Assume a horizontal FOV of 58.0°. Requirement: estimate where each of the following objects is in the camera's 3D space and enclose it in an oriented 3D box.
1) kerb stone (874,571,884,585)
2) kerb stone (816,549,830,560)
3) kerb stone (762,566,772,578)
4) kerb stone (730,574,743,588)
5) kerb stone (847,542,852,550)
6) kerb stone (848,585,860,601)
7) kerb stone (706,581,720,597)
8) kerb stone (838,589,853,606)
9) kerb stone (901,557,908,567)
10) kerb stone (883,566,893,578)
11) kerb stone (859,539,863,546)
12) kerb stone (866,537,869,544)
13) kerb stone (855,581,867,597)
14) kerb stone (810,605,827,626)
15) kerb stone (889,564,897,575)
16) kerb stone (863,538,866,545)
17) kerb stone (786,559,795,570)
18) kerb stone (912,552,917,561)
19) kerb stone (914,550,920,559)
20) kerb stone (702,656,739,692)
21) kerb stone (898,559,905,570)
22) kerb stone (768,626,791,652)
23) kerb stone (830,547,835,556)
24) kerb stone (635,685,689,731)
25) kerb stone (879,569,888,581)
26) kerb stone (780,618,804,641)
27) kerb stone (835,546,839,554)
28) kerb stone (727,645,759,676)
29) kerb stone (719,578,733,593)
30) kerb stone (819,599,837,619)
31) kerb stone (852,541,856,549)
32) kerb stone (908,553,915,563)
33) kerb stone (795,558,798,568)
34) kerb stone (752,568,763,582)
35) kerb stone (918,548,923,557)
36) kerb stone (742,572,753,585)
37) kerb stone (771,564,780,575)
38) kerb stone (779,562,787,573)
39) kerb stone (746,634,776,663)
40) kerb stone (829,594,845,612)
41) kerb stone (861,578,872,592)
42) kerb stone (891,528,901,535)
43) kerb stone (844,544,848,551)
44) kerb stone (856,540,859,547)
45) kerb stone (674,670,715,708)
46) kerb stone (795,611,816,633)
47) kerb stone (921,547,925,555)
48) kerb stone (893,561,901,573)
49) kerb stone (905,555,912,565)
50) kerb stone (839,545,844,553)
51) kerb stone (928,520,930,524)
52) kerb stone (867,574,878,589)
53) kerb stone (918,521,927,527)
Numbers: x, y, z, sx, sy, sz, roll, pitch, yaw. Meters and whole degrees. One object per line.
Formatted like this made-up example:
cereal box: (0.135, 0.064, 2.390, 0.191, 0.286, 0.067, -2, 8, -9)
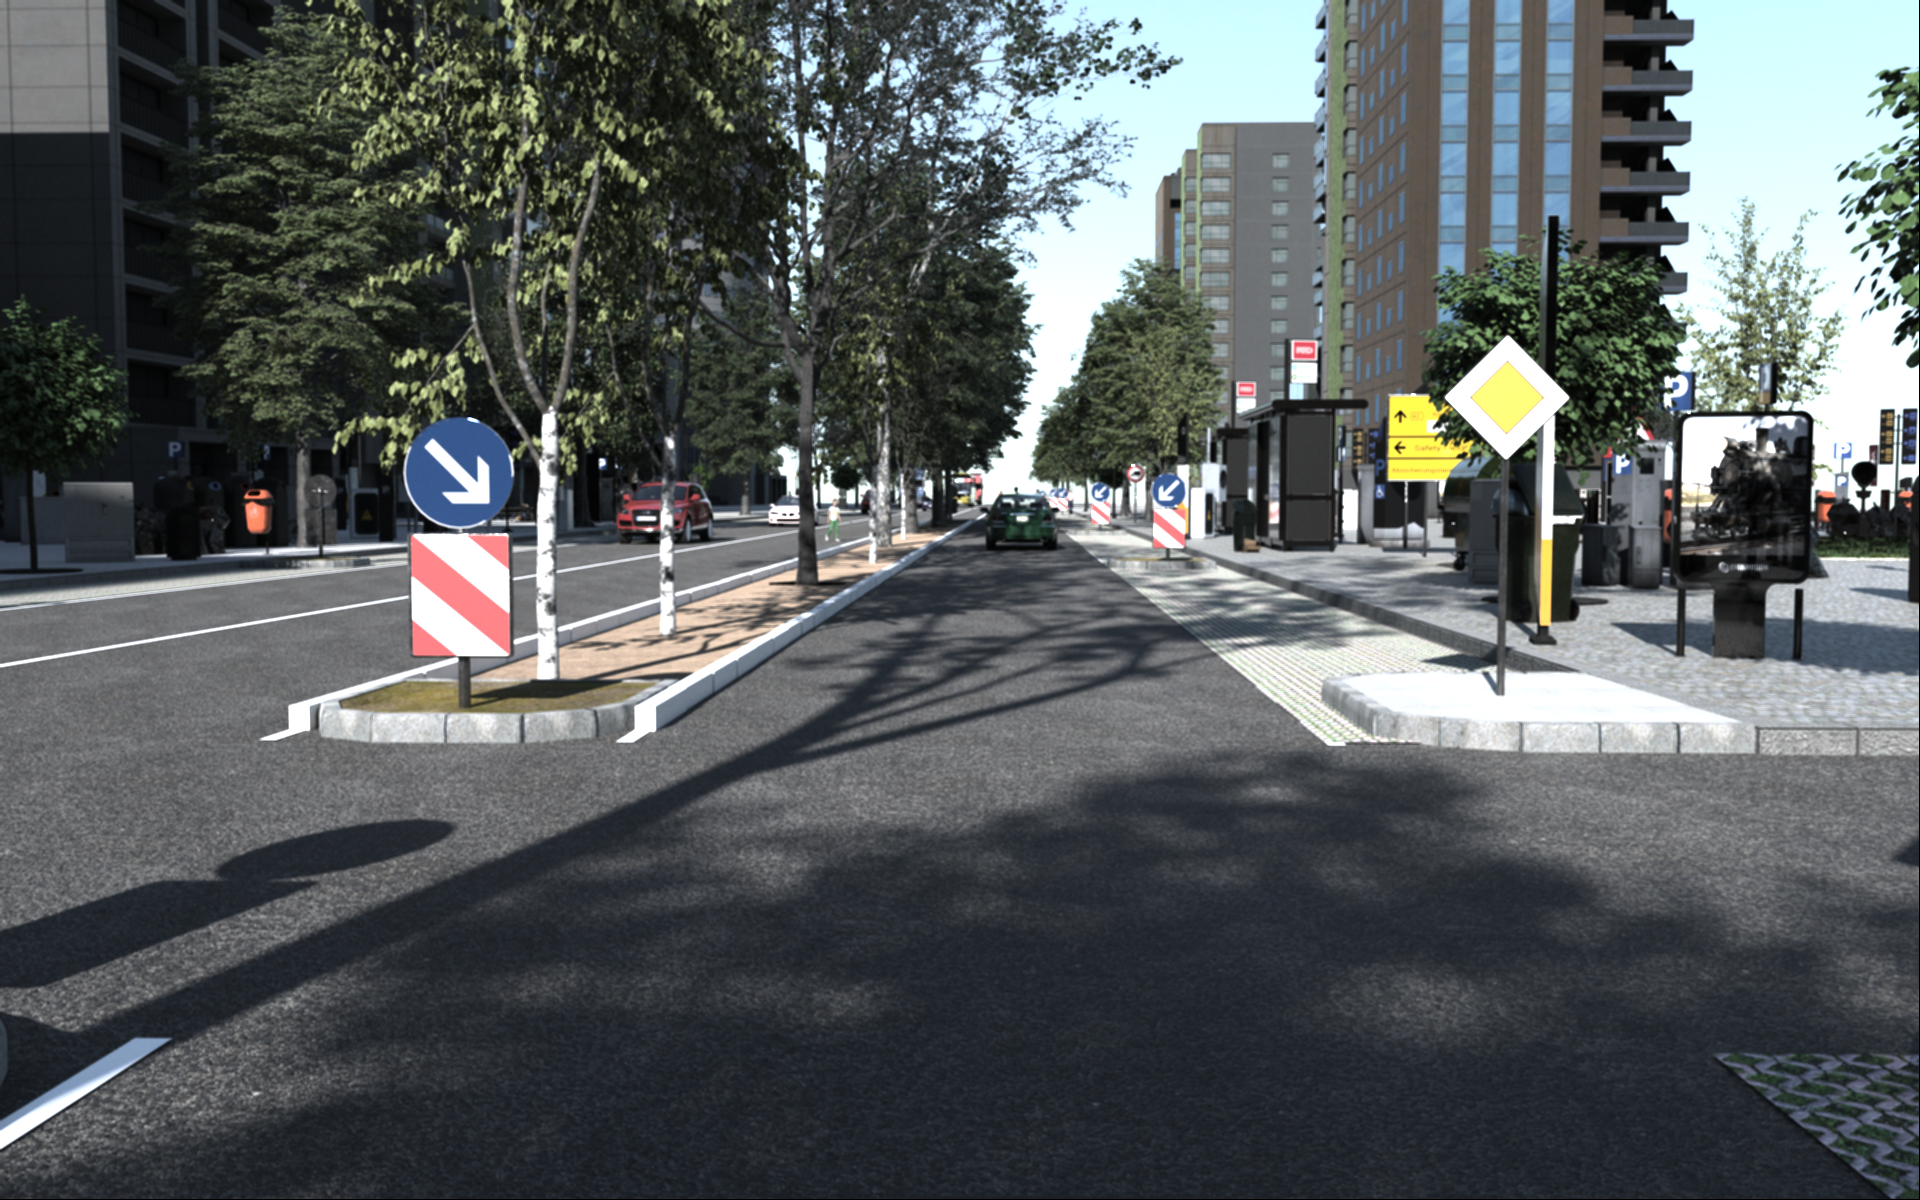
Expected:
kerb stone: (-1.341, -0.314, 27.337, 0.120, 0.150, 1.000, 0, 4, 2)
kerb stone: (-3.071, -1.007, 38.662, 0.120, 0.150, 1.000, 0, 4, 2)
kerb stone: (-3.376, -0.443, 29.437, 0.120, 0.150, 1.000, 0, 4, 2)
kerb stone: (-3.478, -0.254, 26.355, 0.120, 0.150, 1.000, 0, 4, 2)
kerb stone: (-2.907, -1.319, 43.780, 0.120, 0.150, 1.000, 0, 4, 2)
kerb stone: (-1.479, -0.060, 23.244, 0.120, 0.150, 1.000, 0, 4, 2)
kerb stone: (-3.544, -0.126, 24.299, 0.120, 0.150, 1.000, 0, 4, 2)
kerb stone: (-1.517, -0.001, 22.222, 0.120, 0.150, 1.000, 0, 4, 2)
kerb stone: (-1.138, -0.690, 33.475, 0.120, 0.150, 1.000, 0, 4, 2)
kerb stone: (-1.282, -0.439, 29.380, 0.120, 0.150, 1.000, 0, 4, 2)
kerb stone: (-2.797, -1.505, 46.852, 0.120, 0.150, 1.000, 0, 4, 2)
kerb stone: (-2.729, -1.633, 48.895, 0.120, 0.150, 1.000, 0, 4, 2)
kerb stone: (-1.444, -0.127, 24.272, 0.120, 0.150, 1.000, 0, 4, 2)
kerb stone: (-1.610, 0.195, 19.153, 0.120, 0.150, 1.000, 0, 4, 2)
kerb stone: (-1.240, -0.500, 30.401, 0.120, 0.150, 1.000, 0, 4, 2)
kerb stone: (-2.765, -1.570, 47.873, 0.120, 0.150, 1.000, 0, 4, 2)
kerb stone: (-3.270, -0.631, 32.504, 0.120, 0.150, 1.000, 0, 4, 2)
kerb stone: (-1.043, -0.878, 36.557, 0.120, 0.150, 1.000, 0, 4, 2)
kerb stone: (-1.008, -0.941, 37.579, 0.120, 0.150, 1.000, 0, 4, 2)
kerb stone: (-1.818, 0.562, 13.002, 0.120, 0.150, 1.000, 0, 4, 2)
kerb stone: (-1.167, -0.625, 32.448, 0.120, 0.150, 1.000, 0, 4, 2)
kerb stone: (-1.718, 0.381, 16.085, 0.120, 0.150, 1.000, 0, 4, 2)
kerb stone: (-3.031, -1.070, 39.685, 0.120, 0.150, 1.000, 0, 4, 2)
kerb stone: (-1.884, 0.687, 10.959, 0.120, 0.150, 1.000, 0, 4, 2)
kerb stone: (-1.316, -0.377, 28.358, 0.120, 0.150, 1.000, 0, 4, 2)
kerb stone: (-1.690, 0.314, 17.110, 0.120, 0.150, 1.000, 0, 4, 2)
kerb stone: (-3.009, -1.132, 40.707, 0.120, 0.150, 1.000, 0, 4, 2)
kerb stone: (-1.780, 0.500, 14.028, 0.120, 0.150, 1.000, 0, 4, 2)
kerb stone: (-3.505, -0.187, 25.321, 0.120, 0.150, 1.000, 0, 4, 2)
kerb stone: (-1.576, 0.126, 20.174, 0.120, 0.150, 1.000, 0, 4, 2)
kerb stone: (-2.870, -1.383, 44.808, 0.120, 0.150, 1.000, 0, 4, 2)
kerb stone: (-1.068, -0.815, 35.529, 0.120, 0.150, 1.000, 0, 4, 2)
kerb stone: (-3.236, -0.693, 33.526, 0.120, 0.150, 1.000, 0, 4, 2)
kerb stone: (-3.402, -0.380, 28.415, 0.120, 0.150, 1.000, 0, 4, 2)
kerb stone: (-0.977, -1.004, 38.603, 0.120, 0.150, 1.000, 0, 4, 2)
kerb stone: (-3.447, -0.317, 27.378, 0.120, 0.150, 1.000, 0, 4, 2)
kerb stone: (-3.337, -0.505, 30.458, 0.120, 0.150, 1.000, 0, 4, 2)
kerb stone: (-3.312, -0.568, 31.480, 0.120, 0.150, 1.000, 0, 4, 2)
kerb stone: (-1.752, 0.437, 15.052, 0.120, 0.150, 1.000, 0, 4, 2)
kerb stone: (-1.548, 0.061, 21.201, 0.120, 0.150, 1.000, 0, 4, 2)
kerb stone: (-1.419, -0.190, 25.294, 0.120, 0.150, 1.000, 0, 4, 2)
kerb stone: (-2.292, -2.448, 62.216, 0.120, 0.150, 1.000, 0, 4, 2)
kerb stone: (-2.935, -1.253, 42.757, 0.120, 0.150, 1.000, 0, 4, 2)
kerb stone: (-2.836, -1.446, 45.830, 0.120, 0.150, 1.000, 0, 4, 2)
kerb stone: (-1.858, 0.625, 11.981, 0.120, 0.150, 1.000, 0, 4, 2)
kerb stone: (-1.649, 0.249, 18.131, 0.120, 0.150, 1.000, 0, 4, 2)
kerb stone: (-0.937, -1.066, 39.627, 0.120, 0.150, 1.000, 0, 4, 2)
kerb stone: (-1.207, -0.563, 31.427, 0.120, 0.150, 1.000, 0, 4, 2)
kerb stone: (-1.104, -0.752, 34.497, 0.120, 0.150, 1.000, 0, 4, 2)
kerb stone: (-2.974, -1.190, 41.728, 0.120, 0.150, 1.000, 0, 4, 2)
kerb stone: (-1.642, -3.639, 81.695, 0.120, 0.150, 1.000, 0, 4, 2)
kerb stone: (-1.381, -0.251, 26.316, 0.120, 0.150, 1.000, 0, 4, 2)
kerb stone: (-1.716, -3.514, 79.646, 0.120, 0.150, 1.000, 0, 4, 2)
